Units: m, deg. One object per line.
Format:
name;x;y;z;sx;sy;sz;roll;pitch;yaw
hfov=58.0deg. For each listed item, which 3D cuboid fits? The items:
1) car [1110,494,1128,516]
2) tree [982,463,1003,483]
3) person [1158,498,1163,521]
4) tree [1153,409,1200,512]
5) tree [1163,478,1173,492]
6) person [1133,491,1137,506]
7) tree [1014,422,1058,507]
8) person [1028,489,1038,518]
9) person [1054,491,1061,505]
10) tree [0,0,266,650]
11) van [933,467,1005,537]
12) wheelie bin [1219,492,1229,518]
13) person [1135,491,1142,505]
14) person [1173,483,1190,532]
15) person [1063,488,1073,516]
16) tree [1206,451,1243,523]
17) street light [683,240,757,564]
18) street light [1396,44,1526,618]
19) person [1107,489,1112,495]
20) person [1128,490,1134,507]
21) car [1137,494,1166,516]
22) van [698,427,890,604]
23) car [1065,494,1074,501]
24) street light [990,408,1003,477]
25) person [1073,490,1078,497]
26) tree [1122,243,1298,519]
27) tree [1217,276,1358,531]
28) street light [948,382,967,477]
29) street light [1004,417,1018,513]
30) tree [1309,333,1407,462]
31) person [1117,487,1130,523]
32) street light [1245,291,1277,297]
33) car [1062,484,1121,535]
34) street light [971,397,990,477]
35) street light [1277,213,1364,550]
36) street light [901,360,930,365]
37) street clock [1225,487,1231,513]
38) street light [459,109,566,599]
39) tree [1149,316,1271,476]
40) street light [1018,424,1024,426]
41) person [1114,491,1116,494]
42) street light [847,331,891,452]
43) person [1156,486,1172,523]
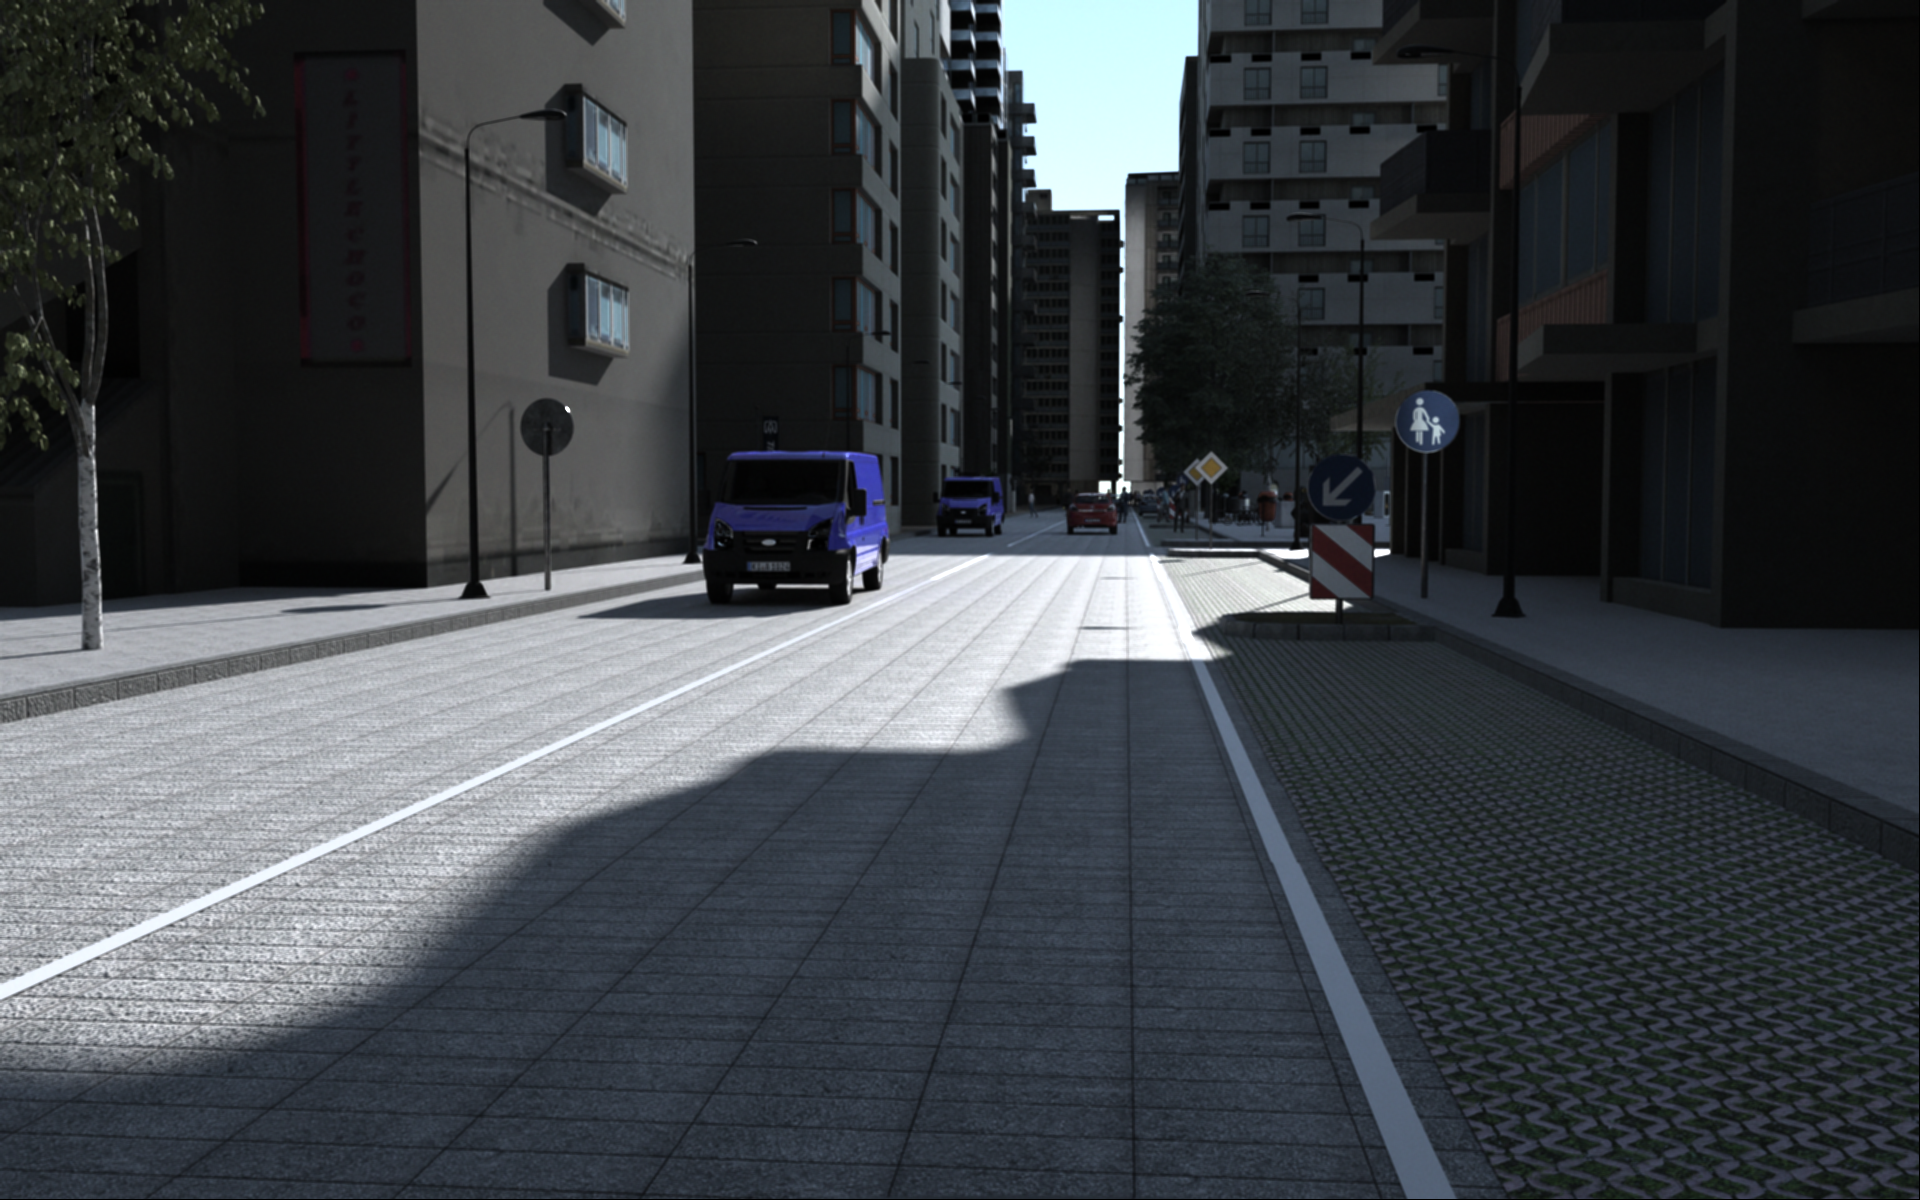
car;10.286;-6.318;115.298;2.014;1.417;4.499;0;4;6
tree;1.831;-7.005;109.125;1.663;3.219;1.824;0;3;0
person;10.719;-4.790;91.829;0.382;1.210;0.505;-2;4;-34
tree;16.940;-10.629;124.151;4.737;8.622;4.395;0;3;0
tree;22.732;-12.032;191.321;1.663;3.219;1.824;0;3;0
person;20.152;-11.639;198.742;0.705;1.831;1.348;3;5;40
tree;7.582;-13.601;172.735;4.360;8.622;3.978;0;3;0
person;4.457;-5.855;104.906;0.598;1.740;0.731;1;4;17
person;11.567;-12.009;204.942;1.348;1.812;0.705;-3;5;-42
tree;-7.396;-3.891;13.974;4.737;8.622;4.395;0;3;0
van;0.381;-3.396;59.902;2.240;2.365;5.245;0;4;6
wheelie bin;14.002;-5.218;93.218;0.980;1.594;0.693;1;4;18
person;17.243;-9.643;167.099;0.756;1.711;0.436;0;4;6
person;8.224;-3.420;64.386;0.622;1.834;0.822;0;3;0
person;7.450;-6.425;113.771;1.509;1.804;0.699;3;4;37
tree;11.641;-5.099;77.965;1.663;3.219;1.824;0;3;0
street light;-4.408;-3.626;31.823;1.470;5.913;1.316;0;4;5
street light;5.211;-2.782;18.032;1.470;5.913;1.316;0;4;5
person;11.039;-7.346;128.571;1.348;1.831;0.705;1;4;9
person;18.798;-11.103;189.899;0.709;1.838;0.599;-2;4;-28
car;12.723;-6.288;114.813;2.014;1.417;4.499;0;4;5
van;-2.229;-1.224;24.399;2.240;2.365;5.245;0;4;4
car;11.351;-9.907;171.013;2.155;1.783;4.494;0;4;4
street light;1.455;-7.400;93.529;1.470;5.913;1.316;0;4;5
person;10.892;-9.331;161.068;1.348;1.823;0.705;3;5;40
tree;13.094;-11.204;89.840;9.857;13.997;8.962;0;3;0
tree;10.863;-6.679;59.567;4.360;8.622;3.978;0;3;0
street light;-0.593;-6.063;71.675;1.470;5.913;1.316;0;4;5
street light;2.569;-8.054;104.223;1.470;5.913;1.316;0;4;5
tree;18.530;-7.930;80.016;4.737;8.622;4.395;0;3;0
person;8.049;-4.692;85.404;0.721;1.800;0.419;3;5;43
street light;7.217;-4.111;39.754;1.470;5.913;1.316;0;4;5
car;4.779;-3.288;62.806;2.155;1.783;4.494;0;4;4
street light;0.520;-6.733;82.618;1.470;5.913;1.316;0;4;5
street light;6.098;-3.439;28.772;1.470;5.913;1.316;0;4;5
street light;-1.724;-5.364;60.244;1.470;5.913;1.316;0;4;5
street clock;17.798;-6.770;115.266;0.471;2.002;0.358;2;4;35
street light;-5.446;-2.971;21.121;1.470;5.913;1.316;0;4;5
tree;15.092;-11.411;104.695;7.486;12.596;7.792;0;3;0
street light;3.545;-8.713;114.994;1.470;5.913;1.316;0;4;5
person;17.532;-11.460;196.593;0.721;1.735;1.217;2;4;24
street light;-2.663;-4.706;49.488;1.470;5.913;1.316;0;4;5
person;10.216;-4.782;86.549;0.748;1.841;0.638;1;4;17
